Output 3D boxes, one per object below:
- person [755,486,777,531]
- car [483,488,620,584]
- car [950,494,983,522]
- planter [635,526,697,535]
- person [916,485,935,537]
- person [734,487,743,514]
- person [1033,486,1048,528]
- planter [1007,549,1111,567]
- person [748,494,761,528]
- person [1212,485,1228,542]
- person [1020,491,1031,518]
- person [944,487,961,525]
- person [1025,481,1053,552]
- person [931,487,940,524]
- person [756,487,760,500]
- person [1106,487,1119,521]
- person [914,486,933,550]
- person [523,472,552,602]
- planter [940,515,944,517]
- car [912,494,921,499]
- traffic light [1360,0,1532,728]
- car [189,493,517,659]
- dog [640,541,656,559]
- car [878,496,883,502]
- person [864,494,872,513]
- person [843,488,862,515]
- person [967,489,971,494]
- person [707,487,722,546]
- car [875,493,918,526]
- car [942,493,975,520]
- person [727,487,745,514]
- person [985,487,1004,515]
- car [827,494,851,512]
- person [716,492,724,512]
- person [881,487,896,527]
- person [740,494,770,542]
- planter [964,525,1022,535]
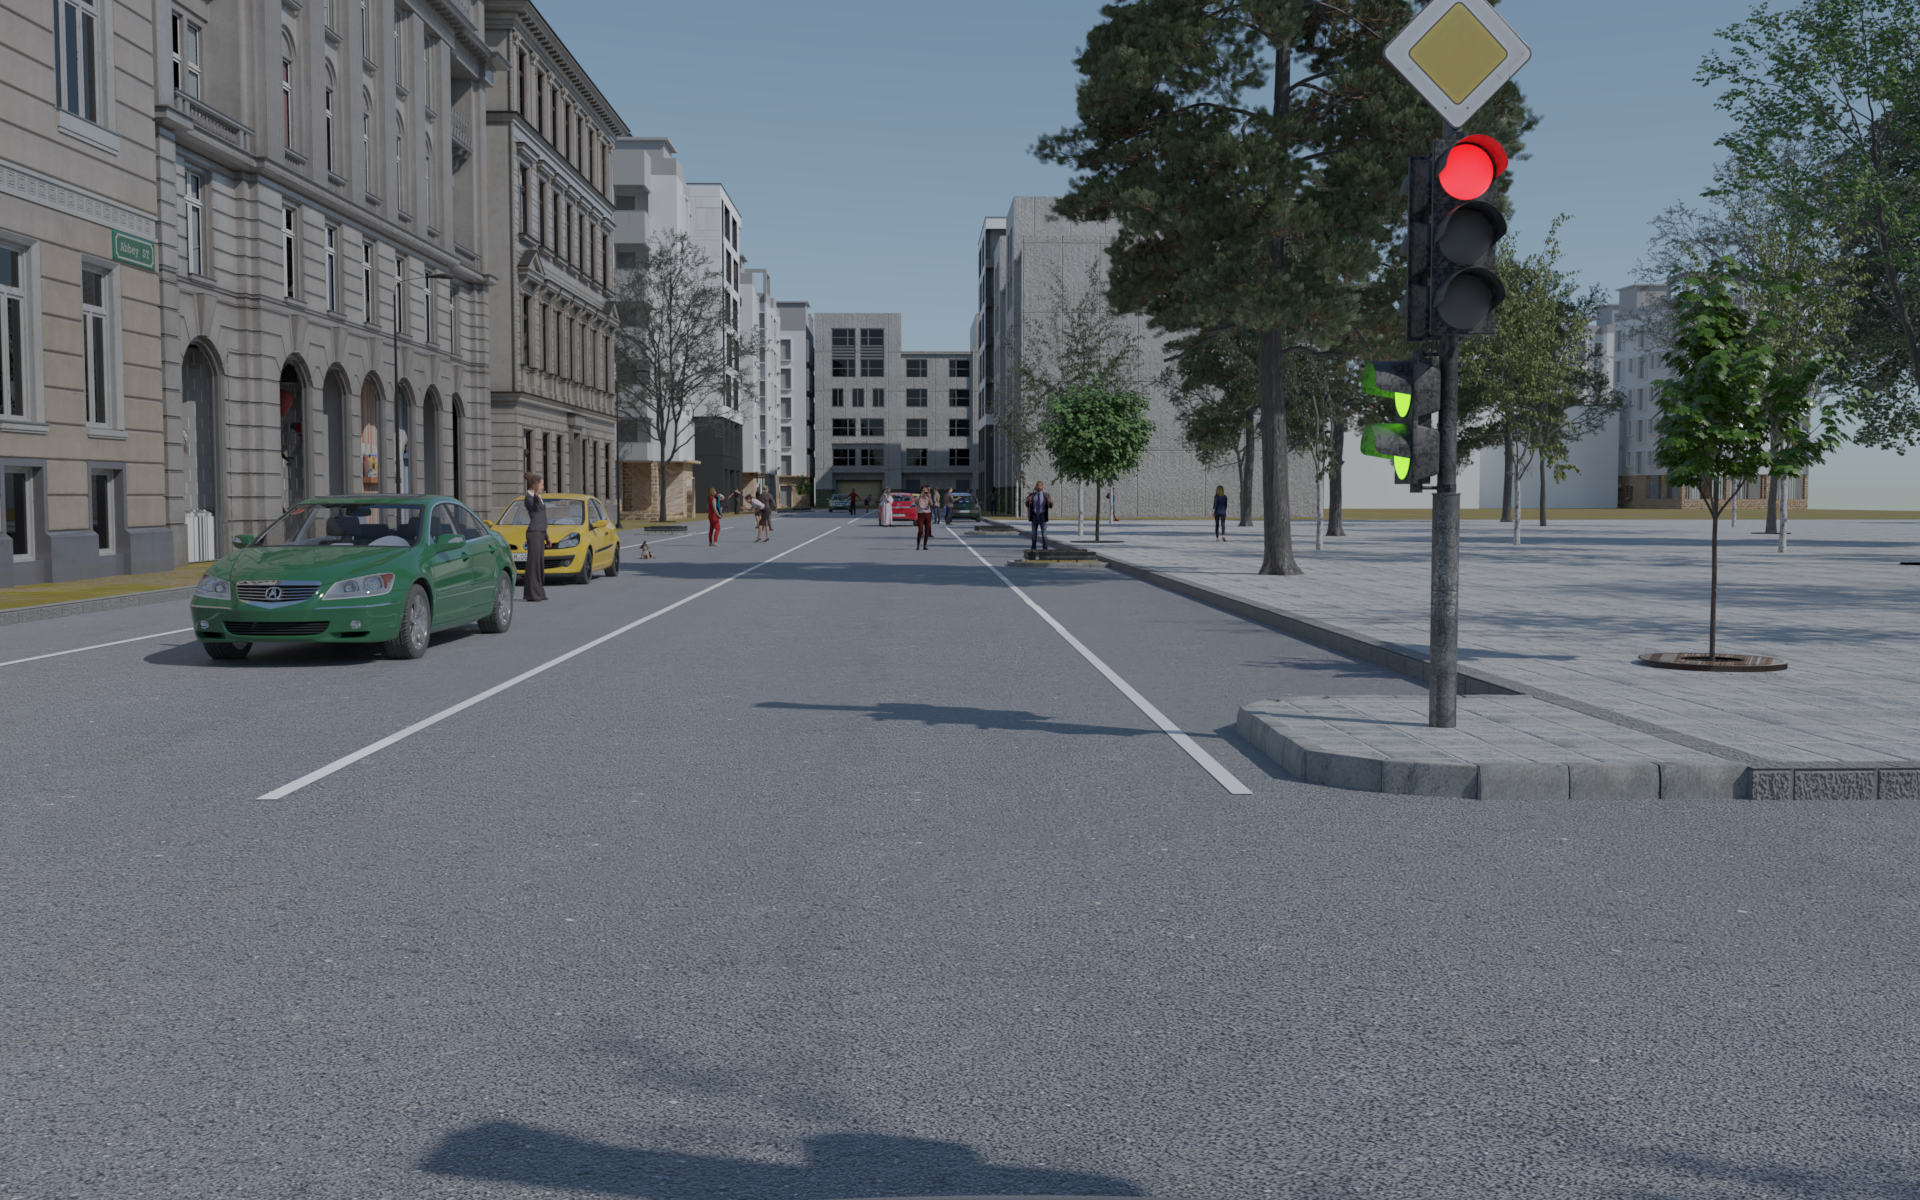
[{"bbox_3d":[-7.591,-3.595,67.839,0.990,1.755,0.434,2,4,28],"label":"person"},{"bbox_3d":[-6.752,-1.127,28.653,2.015,1.641,3.980,0,4,-1],"label":"car"},{"bbox_3d":[0.193,-4.863,89.297,2.009,1.686,4.222,0,4,-1],"label":"car"},{"bbox_3d":[-10.339,-2.445,61.118,1.991,0.319,1.994,0,4,-2],"label":"planter"},{"bbox_3d":[-1.097,-2.944,57.339,0.576,1.737,0.504,-2,4,-33],"label":"person"},{"bbox_3d":[-13.982,-6.284,109.586,0.742,1.727,0.445,1,4,18],"label":"person"},{"bbox_3d":[3.030,-3.638,66.198,0.551,1.740,0.621,-3,4,-37],"label":"person"},{"bbox_3d":[1.955,-0.836,34.804,1.991,0.319,1.994,0,4,-2],"label":"planter"},{"bbox_3d":[-8.532,-3.693,72.107,0.697,1.427,0.421,0,4,0],"label":"person"},{"bbox_3d":[7.015,-2.320,46.511,0.480,1.512,0.613,-2,4,-24],"label":"person"},{"bbox_3d":[3.675,-5.072,92.201,0.991,1.433,0.599,2,4,29],"label":"person"},{"bbox_3d":[-0.351,-4.377,80.589,0.750,1.759,0.617,-1,4,-15],"label":"person"},{"bbox_3d":[1.770,-1.808,38.883,0.655,1.722,0.431,1,4,15],"label":"person"},{"bbox_3d":[-1.257,-4.508,82.742,0.750,1.759,0.617,3,5,42],"label":"person"},{"bbox_3d":[-14.929,-7.478,128.453,0.705,1.807,1.348,-2,4,-26],"label":"person"},{"bbox_3d":[7.169,-4.488,81.285,0.662,1.594,0.647,0,4,7],"label":"person"},{"bbox_3d":[-0.910,-2.100,44.287,0.517,1.644,0.566,2,4,26],"label":"person"},{"bbox_3d":[-5.575,-0.840,23.030,0.445,1.727,0.742,-2,4,-30],"label":"person"},{"bbox_3d":[-0.296,-5.516,111.333,1.991,0.319,1.994,0,4,-2],"label":"planter"},{"bbox_3d":[-2.605,-5.059,92.935,2.015,1.641,3.980,0,4,-1],"label":"car"},{"bbox_3d":[2.645,-1.236,9.449,0.839,4.213,0.868,0,4,-2],"label":"traffic light"},{"bbox_3d":[-5.598,-0.289,16.519,2.131,1.459,4.920,0,4,0],"label":"car"},{"bbox_3d":[-6.885,-1.113,38.399,0.550,0.427,0.748,3,4,37],"label":"dog"},{"bbox_3d":[-5.535,-7.821,137.467,1.945,1.707,3.694,0,4,0],"label":"car"},{"bbox_3d":[-7.059,-7.437,133.320,0.697,1.427,0.421,3,5,41],"label":"person"},{"bbox_3d":[-7.327,-6.734,118.536,1.348,1.831,0.705,1,4,16],"label":"person"},{"bbox_3d":[0.826,-8.685,148.576,0.617,1.759,0.750,-2,4,-25],"label":"person"},{"bbox_3d":[-6.743,-2.289,47.625,0.444,1.614,0.593,0,4,-4],"label":"person"},{"bbox_3d":[-2.773,-4.233,78.243,2.155,1.783,4.494,0,4,-2],"label":"car"},{"bbox_3d":[-0.009,-5.277,95.873,1.945,1.707,3.694,0,4,-2],"label":"car"},{"bbox_3d":[-14.661,-6.543,113.738,1.217,1.736,0.721,0,4,3],"label":"person"},{"bbox_3d":[2.097,-6.064,105.903,1.217,1.735,0.721,2,4,25],"label":"person"},{"bbox_3d":[-9.442,-7.661,137.059,2.131,1.459,4.920,0,4,-3],"label":"car"},{"bbox_3d":[-14.273,-5.713,102.635,0.628,1.438,0.799,-1,4,-23],"label":"person"},{"bbox_3d":[-3.111,-4.010,74.726,0.621,1.740,0.551,1,4,13],"label":"person"},{"bbox_3d":[-6.031,-2.430,51.422,0.628,1.438,0.799,3,5,43],"label":"person"},{"bbox_3d":[1.162,-2.483,61.736,1.991,0.319,1.994,0,4,-2],"label":"planter"}]
